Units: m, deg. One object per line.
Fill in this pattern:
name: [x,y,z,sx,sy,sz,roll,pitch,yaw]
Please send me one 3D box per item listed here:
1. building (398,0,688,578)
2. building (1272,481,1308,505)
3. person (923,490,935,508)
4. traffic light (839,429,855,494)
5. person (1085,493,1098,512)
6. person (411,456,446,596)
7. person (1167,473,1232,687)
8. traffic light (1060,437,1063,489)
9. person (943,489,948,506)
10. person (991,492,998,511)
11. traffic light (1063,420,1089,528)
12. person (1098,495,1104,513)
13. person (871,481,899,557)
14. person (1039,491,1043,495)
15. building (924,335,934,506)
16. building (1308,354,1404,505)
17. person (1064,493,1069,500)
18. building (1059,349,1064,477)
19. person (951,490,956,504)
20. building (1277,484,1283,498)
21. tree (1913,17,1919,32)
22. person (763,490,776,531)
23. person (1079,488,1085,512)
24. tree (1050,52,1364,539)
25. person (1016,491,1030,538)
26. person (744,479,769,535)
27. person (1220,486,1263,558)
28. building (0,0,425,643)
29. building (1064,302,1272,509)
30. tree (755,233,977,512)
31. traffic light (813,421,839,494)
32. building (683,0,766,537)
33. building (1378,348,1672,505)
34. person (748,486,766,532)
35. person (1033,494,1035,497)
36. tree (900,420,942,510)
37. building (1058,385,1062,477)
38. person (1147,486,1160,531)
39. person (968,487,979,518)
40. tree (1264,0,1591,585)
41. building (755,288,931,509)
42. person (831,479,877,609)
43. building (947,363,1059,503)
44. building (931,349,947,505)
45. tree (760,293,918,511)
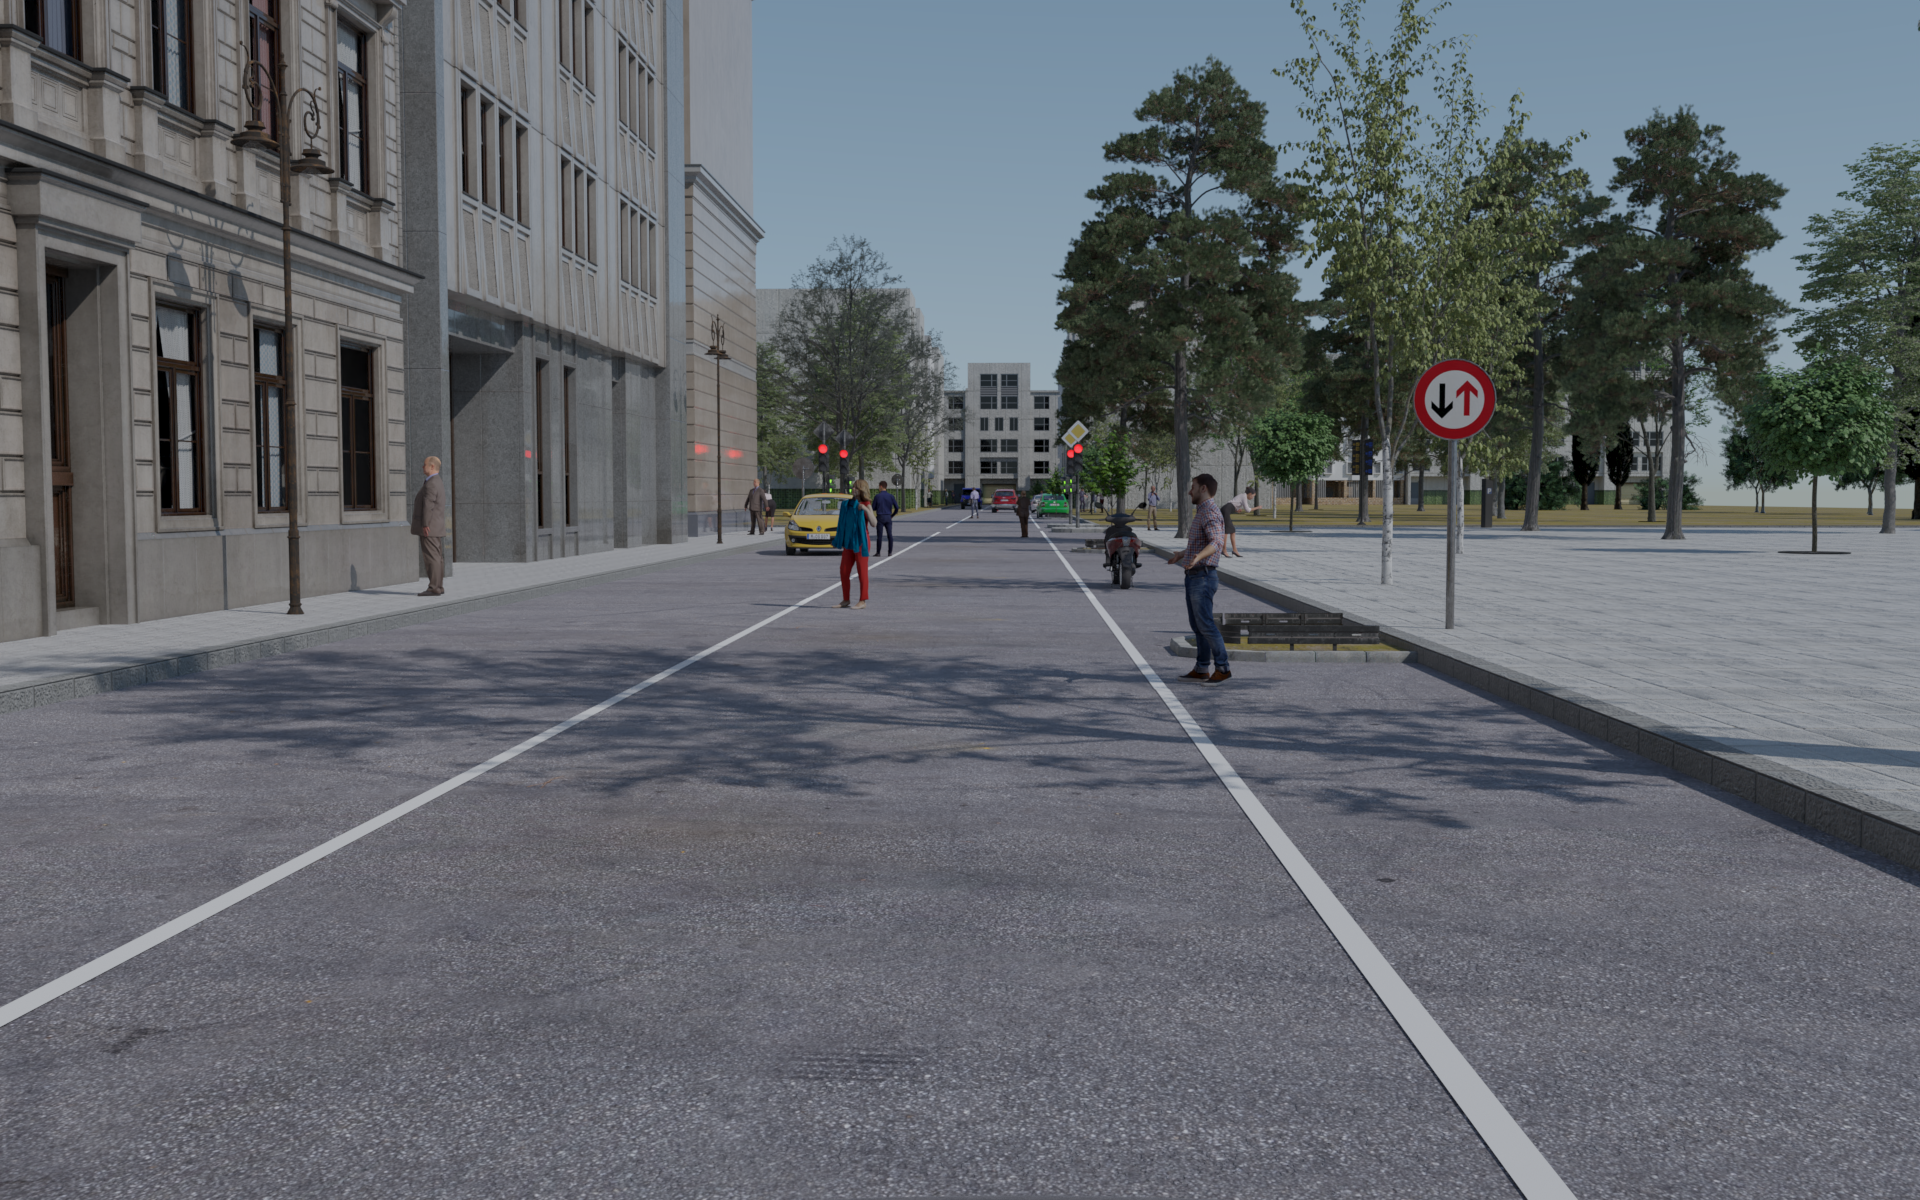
building: [-13.587,-13.323,35.861,12.078,24.808,19.932,0,4,2]
building: [35.768,-21.950,215.298,11.380,20.091,16.016,0,4,2]
person: [-2.876,-9.429,160.996,1.217,1.735,0.721,-1,4,-15]
traffic light: [-4.889,-5.157,73.565,0.839,4.213,0.868,0,4,2]
person: [9.312,-6.994,120.849,0.683,1.767,0.568,0,4,-5]
person: [-6.729,-0.937,21.917,0.434,1.755,0.990,-1,4,-9]
person: [1.808,-0.158,13.042,0.435,1.587,0.963,0,4,-6]
traffic light: [4.669,-5.140,73.289,0.839,4.213,0.868,0,4,2]
person: [-1.571,-11.478,193.790,0.705,1.814,1.350,-1,4,-19]
person: [2.913,-8.212,144.638,0.662,1.594,0.647,-1,4,-15]
traffic light: [4.424,-4.652,65.308,0.839,4.213,0.868,0,4,2]
person: [9.669,-6.806,118.779,0.517,1.644,0.566,0,4,4]
person: [-1.757,-1.867,39.738,0.576,1.737,0.504,-2,4,-30]
person: [6.947,-8.486,148.073,0.655,1.722,0.431,1,4,11]
building: [-11.480,-20.900,198.132,16.016,20.091,11.380,0,4,2]
building: [47.870,-21.902,214.510,11.380,20.091,16.016,0,4,2]
person: [9.872,-9.424,160.154,0.705,1.821,1.348,2,4,26]
building: [20.378,-20.177,196.348,16.747,18.905,31.486,0,4,2]
person: [-0.784,-12.784,215.506,0.683,1.767,0.568,0,4,-6]
building: [30.942,-18.059,237.414,28.070,9.664,9.099,0,4,2]
tree: [5.292,-4.982,7.207,9.928,11.665,9.643,0,3,0]
person: [-6.664,-3.113,60.128,0.799,1.438,0.628,2,4,33]
person: [8.784,-7.117,122.854,0.568,1.767,0.683,2,4,30]
tree: [6.302,-8.716,49.936,7.806,13.903,7.818,0,3,0]
person: [2.067,-2.833,57.086,0.482,1.546,0.388,-1,4,-12]
person: [-6.377,-2.909,54.153,0.990,1.755,0.434,3,4,36]
person: [5.628,-1.576,35.005,0.799,1.438,0.628,-3,5,-42]
building: [-12.920,-9.254,15.937,10.561,19.102,19.286,0,4,2]
building: [19.036,-18.256,164.947,16.747,18.905,31.486,0,4,2]
tree: [-5.394,-10.421,80.759,12.009,13.543,11.850,0,3,0]
traffic light: [-5.133,-4.669,65.584,0.839,4.213,0.868,0,4,2]
building: [-17.337,-16.616,57.583,20.117,28.700,13.634,0,4,2]
building: [69.276,-21.215,213.325,31.486,18.905,16.747,0,4,2]
person: [-6.838,-3.140,58.303,0.541,1.710,0.530,3,5,42]
person: [9.594,-13.048,221.845,0.705,1.822,1.348,1,4,19]
tree: [-3.532,-11.662,141.041,4.737,8.622,4.395,0,3,0]
building: [20.362,-22.098,217.714,16.016,20.091,11.380,0,4,2]
person: [6.802,-3.232,60.942,0.516,1.574,0.319,-2,4,-27]
person: [0.775,-5.687,101.357,0.709,1.838,0.599,-2,4,-32]
tree: [6.187,-4.512,24.139,4.737,8.622,4.395,0,3,0]
building: [-12.183,-18.257,164.952,16.747,18.905,31.486,0,4,2]
person: [-1.321,-0.694,21.552,0.444,1.614,0.593,-2,4,-26]
building: [1.290,-22.952,241.724,31.486,18.905,16.747,0,4,2]
building: [-18.066,-21.437,216.956,31.486,18.905,16.747,0,4,2]
tree: [-5.809,-10.961,97.333,7.486,12.596,7.792,0,3,0]
